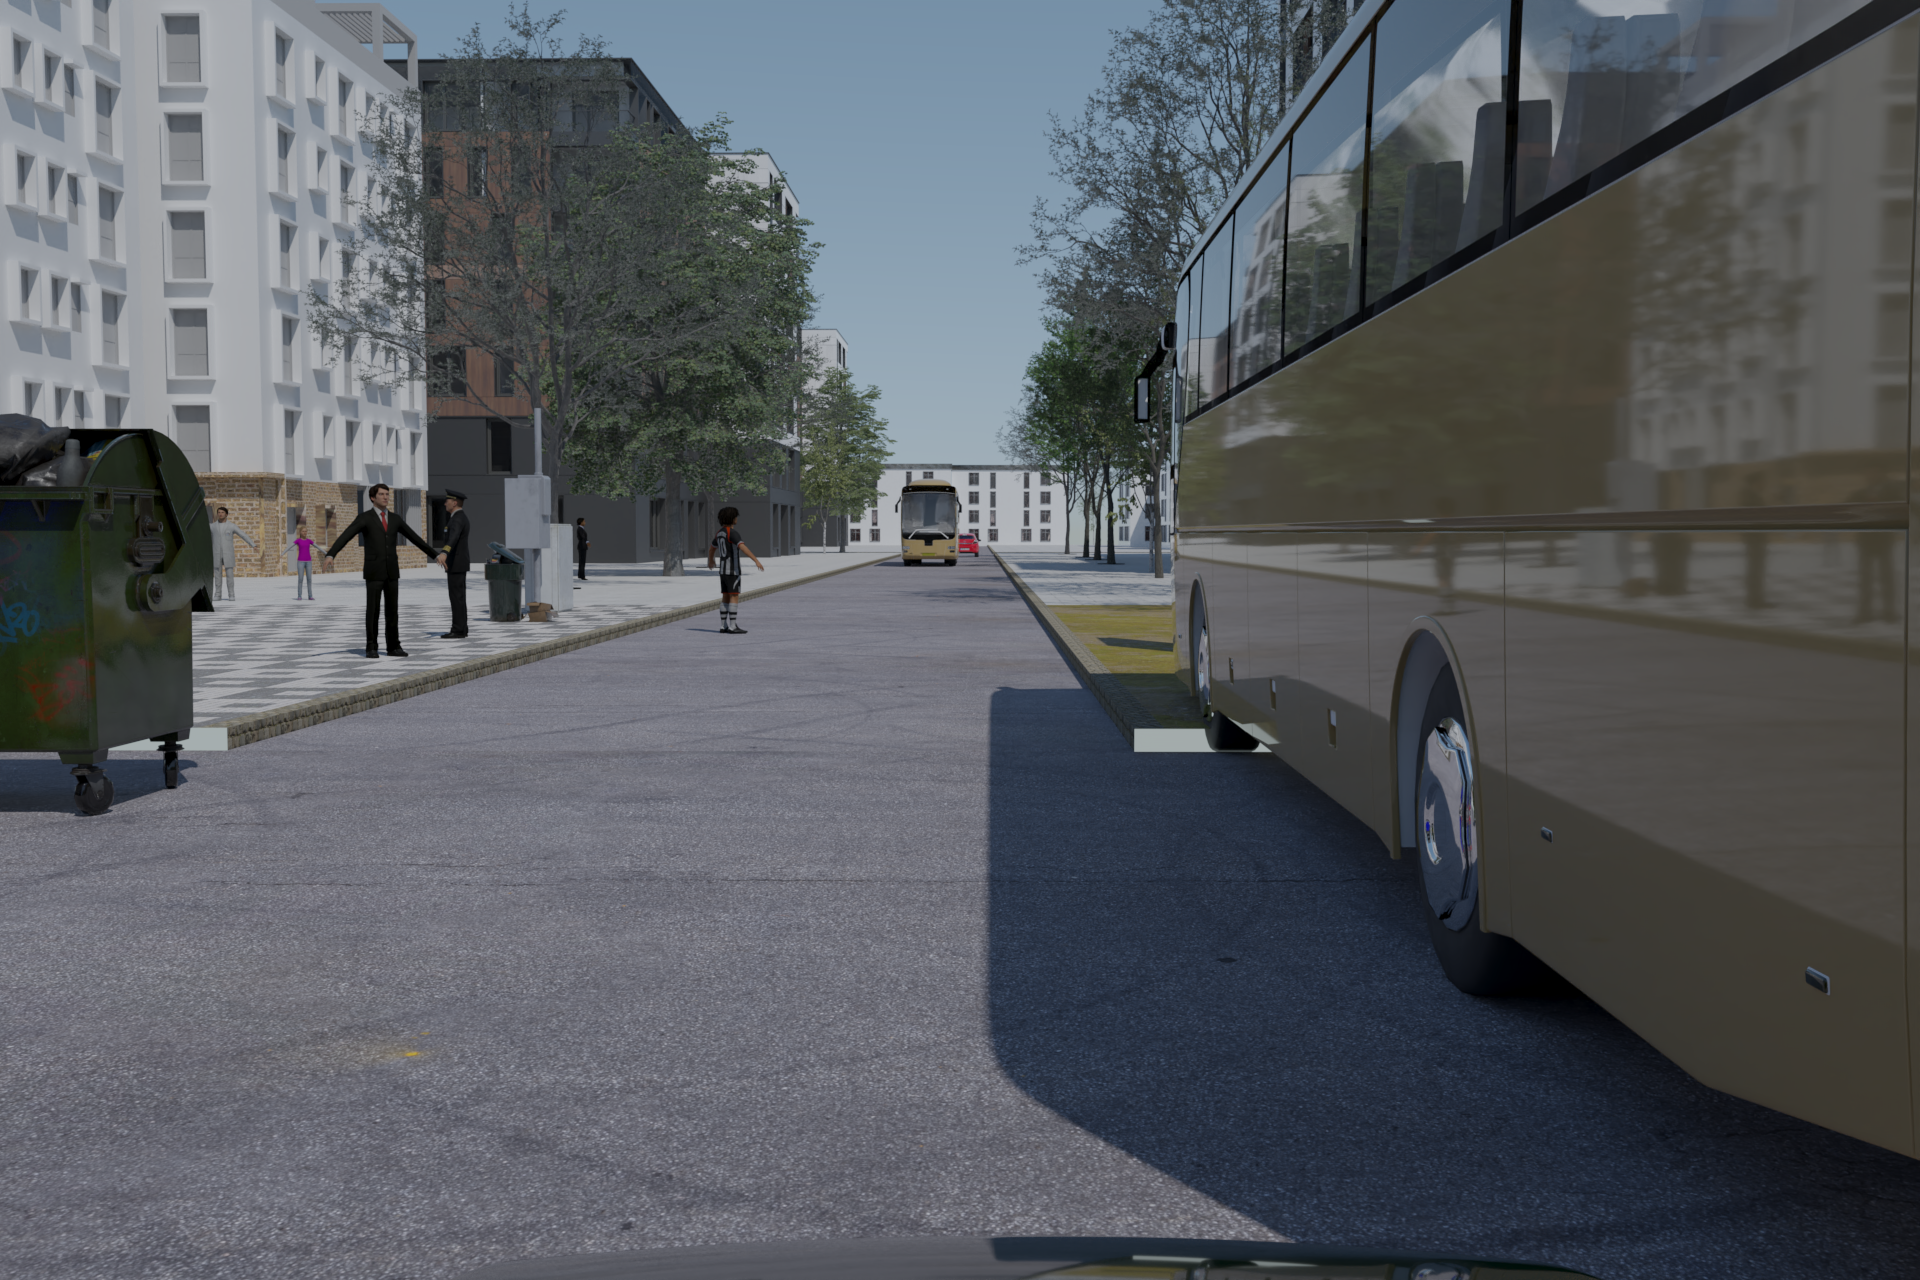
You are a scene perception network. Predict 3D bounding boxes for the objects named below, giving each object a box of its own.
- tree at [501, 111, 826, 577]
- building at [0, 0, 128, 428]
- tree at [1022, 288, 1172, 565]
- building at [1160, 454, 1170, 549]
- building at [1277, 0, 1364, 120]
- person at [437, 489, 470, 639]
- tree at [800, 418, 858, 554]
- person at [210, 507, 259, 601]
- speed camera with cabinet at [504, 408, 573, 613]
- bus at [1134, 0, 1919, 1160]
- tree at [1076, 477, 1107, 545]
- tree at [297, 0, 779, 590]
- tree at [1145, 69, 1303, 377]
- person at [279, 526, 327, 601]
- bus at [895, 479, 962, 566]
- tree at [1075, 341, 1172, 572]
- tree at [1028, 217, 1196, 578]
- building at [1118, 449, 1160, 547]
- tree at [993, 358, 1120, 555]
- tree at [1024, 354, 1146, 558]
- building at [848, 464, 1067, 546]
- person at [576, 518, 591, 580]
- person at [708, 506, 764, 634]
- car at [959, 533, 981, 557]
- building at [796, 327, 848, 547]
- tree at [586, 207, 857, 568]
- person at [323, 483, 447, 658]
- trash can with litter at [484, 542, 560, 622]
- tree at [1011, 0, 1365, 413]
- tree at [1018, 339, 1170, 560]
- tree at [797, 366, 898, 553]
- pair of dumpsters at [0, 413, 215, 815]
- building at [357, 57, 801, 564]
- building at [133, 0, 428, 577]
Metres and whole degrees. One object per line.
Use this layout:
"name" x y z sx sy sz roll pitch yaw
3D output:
"tree" -8.780 -8.890 52.006 9.857 13.997 8.962 0 3 0
"building" -28.199 -10.968 35.743 16.016 20.090 11.380 0 4 0
"tree" 6.261 -9.004 72.965 9.928 11.665 9.643 0 3 0
"building" 21.986 -12.107 140.089 9.099 9.664 28.070 0 4 1
"building" 25.072 -13.417 63.335 27.936 21.610 32.646 0 4 1
"person" -6.243 -0.945 21.384 0.705 1.837 1.347 -1 4 -8
"tree" -8.655 -9.819 110.906 4.737 8.622 4.395 0 3 0
"person" -14.135 -1.653 33.219 1.347 1.806 0.705 -1 4 -10
"speed camera with cabinet" -6.805 -2.059 28.008 0.660 3.252 2.038 0 4 2
"bus" 2.765 -1.017 8.178 2.896 3.916 12.252 0 4 1
"tree" 16.413 -15.843 209.387 4.360 8.622 3.978 0 3 0
"tree" -9.427 -7.921 39.882 12.009 13.543 11.850 0 3 0
"tree" 5.673 -4.707 27.324 4.360 8.622 3.978 0 3 0
"person" -12.636 -1.478 33.428 0.991 1.433 0.599 -2 4 -35
"bus" -1.325 -5.461 80.831 2.896 3.916 12.252 0 4 0
"tree" 6.311 -6.596 58.212 4.737 8.622 4.395 0 3 0
"tree" 5.453 -7.062 49.872 7.601 10.594 8.767 -1 4 -19
"building" 21.201 -13.972 170.587 9.099 9.664 28.070 0 4 0
"tree" 6.871 -12.112 108.400 12.009 13.543 11.850 0 3 0
"tree" 6.948 -10.283 93.890 9.928 11.665 9.643 0 3 0
"building" -1.036 -16.045 206.947 28.070 9.664 9.099 0 4 0
"person" -10.447 -2.538 48.216 0.721 1.740 1.216 -1 4 -22
"person" -3.285 -0.997 24.910 0.704 1.843 1.345 -3 5 -41
"car" 0.270 -6.091 108.631 2.155 1.783 4.494 0 4 -1
"building" -26.237 -19.972 170.510 27.936 21.610 32.646 0 4 1
"tree" -9.409 -9.454 64.944 12.009 13.543 11.850 0 3 0
"person" -6.000 -0.723 18.009 1.347 1.806 0.705 -3 5 -44
"trash can with litter" -6.433 -0.860 25.440 1.055 1.170 0.624 0 4 2
"tree" 6.135 -7.659 35.591 12.009 13.543 11.850 0 3 0
"tree" 6.678 -9.697 84.309 9.928 11.665 9.643 0 3 0
"tree" -8.101 -12.199 117.583 7.486 12.596 7.792 0 3 0
"pair of dumpsters" -6.448 -0.258 9.165 4.436 2.255 1.574 0 4 0
"building" -24.209 -15.121 91.205 27.936 21.610 32.646 0 4 1
"building" -25.341 -11.997 52.563 16.016 20.090 11.380 0 4 1
